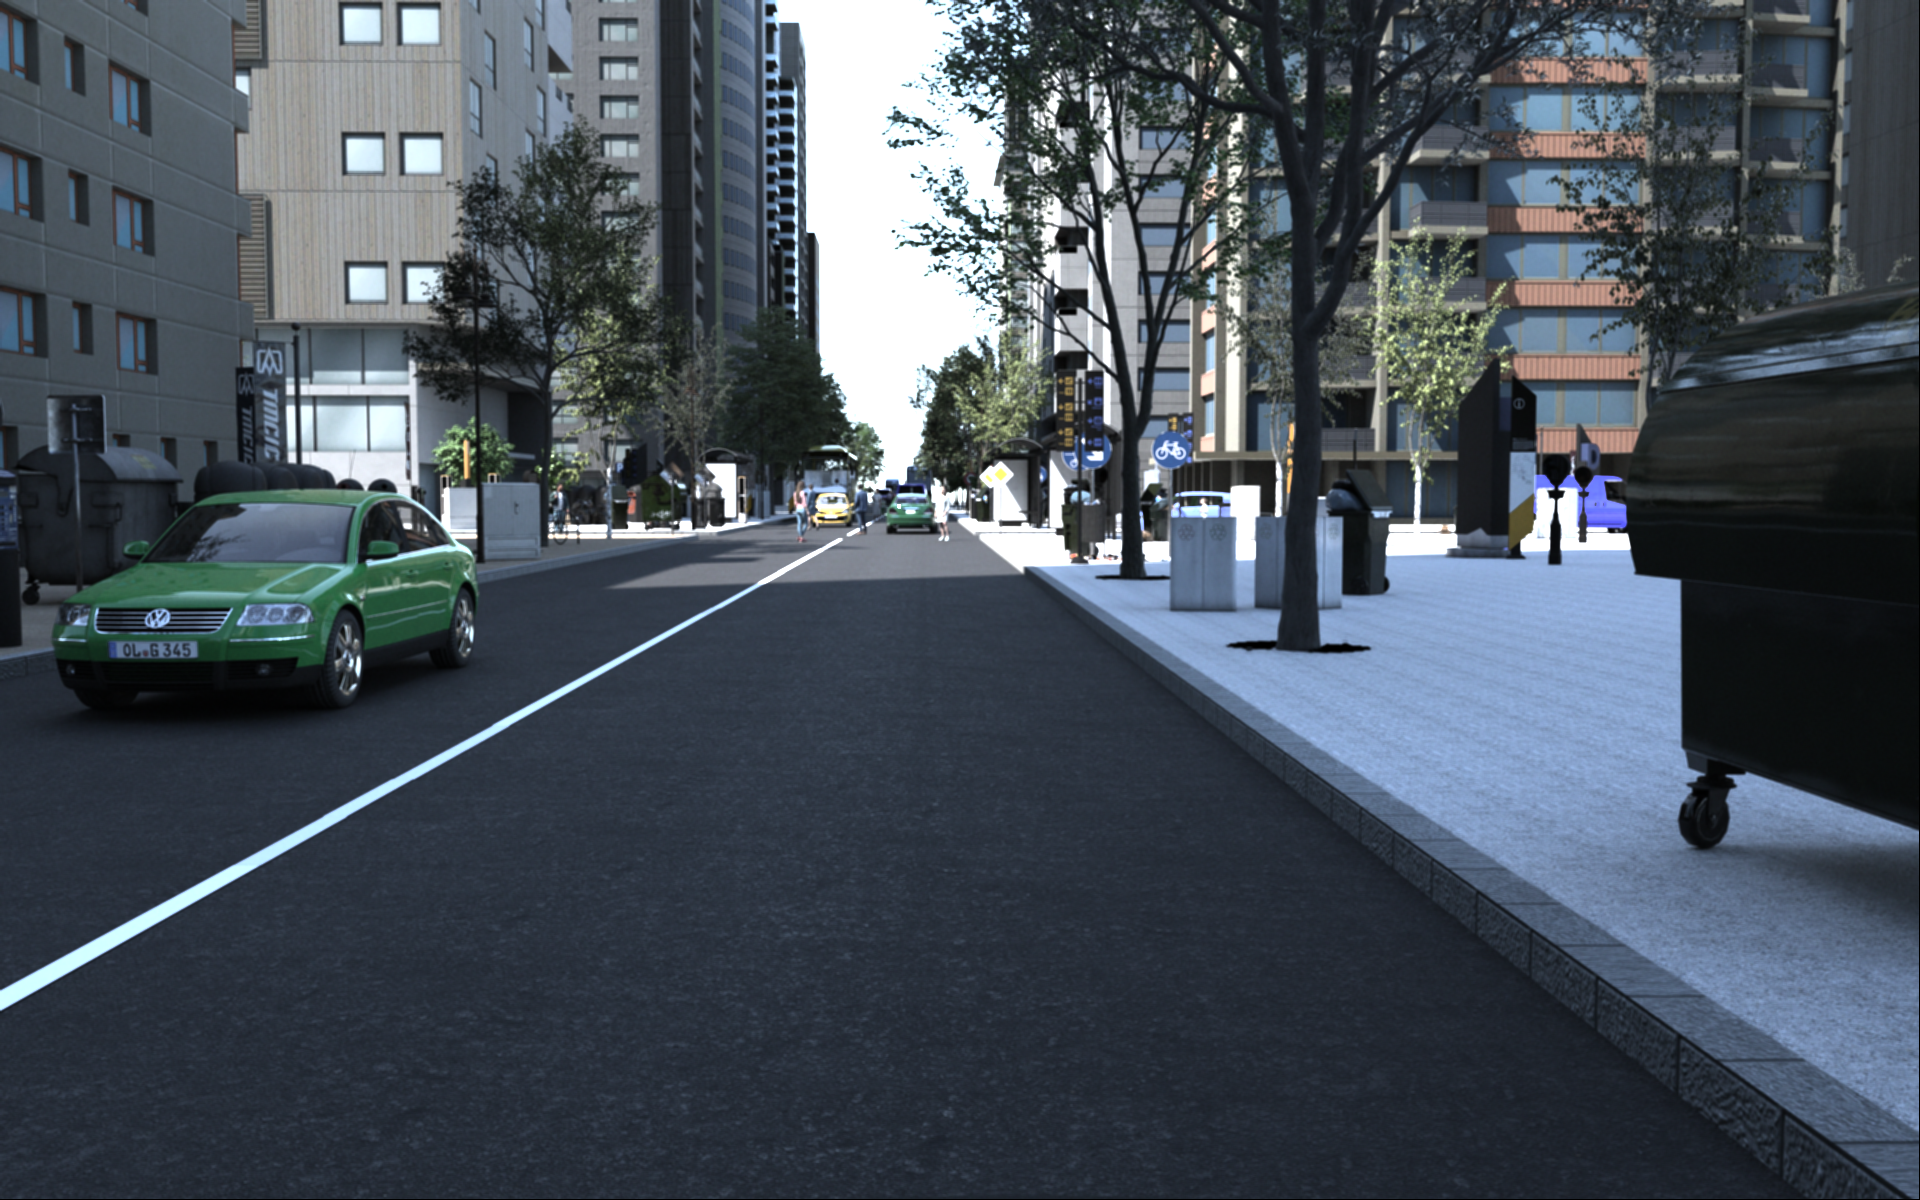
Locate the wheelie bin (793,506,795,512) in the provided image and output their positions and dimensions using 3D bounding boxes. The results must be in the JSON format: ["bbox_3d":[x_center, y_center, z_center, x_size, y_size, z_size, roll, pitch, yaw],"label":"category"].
[{"bbox_3d":[-11.857,-7.275,126.857,0.980,1.594,0.693,-1,4,-12],"label":"wheelie bin"}]

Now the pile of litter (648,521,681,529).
[{"bbox_3d":[-11.223,-3.099,64.638,1.719,0.858,1.176,3,4,36],"label":"pile of litter"}]

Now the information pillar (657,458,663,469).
[{"bbox_3d":[-19.600,-7.449,113.150,0.504,3.616,0.183,2,4,25],"label":"information pillar"}]

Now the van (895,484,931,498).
[{"bbox_3d":[-2.924,-6.246,106.502,2.240,2.365,5.245,0,4,0],"label":"van"}]

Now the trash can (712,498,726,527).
[{"bbox_3d":[-9.413,-3.392,67.108,0.748,1.137,0.748,0,3,0],"label":"trash can"}]

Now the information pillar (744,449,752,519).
[{"bbox_3d":[-10.982,-6.010,89.611,0.183,3.616,0.504,2,4,31],"label":"information pillar"}]

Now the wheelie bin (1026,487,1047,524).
[{"bbox_3d":[3.227,-4.046,74.065,0.980,1.594,0.693,0,4,-7],"label":"wheelie bin"}]

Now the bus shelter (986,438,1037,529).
[{"bbox_3d":[2.086,-4.348,65.011,2.014,3.302,5.546,0,4,-1],"label":"bus shelter"}]

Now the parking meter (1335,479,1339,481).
[{"bbox_3d":[14.898,-3.800,67.844,0.399,1.863,0.255,3,5,40],"label":"parking meter"}]

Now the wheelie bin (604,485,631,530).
[{"bbox_3d":[-12.287,-3.305,61.948,0.980,1.594,0.693,-2,4,-35],"label":"wheelie bin"}]

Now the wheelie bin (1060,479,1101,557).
[{"bbox_3d":[2.469,-1.692,35.567,0.693,1.594,0.980,-2,4,-26],"label":"wheelie bin"}]

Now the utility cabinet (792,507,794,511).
[{"bbox_3d":[-12.131,-7.350,128.858,0.318,1.500,1.173,1,4,23],"label":"utility cabinet"}]

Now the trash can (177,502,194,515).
[{"bbox_3d":[-14.254,-1.263,32.299,0.748,1.137,0.748,0,3,0],"label":"trash can"}]

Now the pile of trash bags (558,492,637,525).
[{"bbox_3d":[-15.022,-3.809,72.036,3.447,1.369,1.912,-3,5,-40],"label":"pile of trash bags"}]

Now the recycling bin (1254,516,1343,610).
[{"bbox_3d":[3.810,-0.425,19.496,0.722,1.027,0.722,-3,5,-39],"label":"recycling bin"}]

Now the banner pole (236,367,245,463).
[{"bbox_3d":[-12.213,-2.447,30.024,0.863,3.779,0.401,1,4,22],"label":"banner pole"}]

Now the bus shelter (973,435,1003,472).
[{"bbox_3d":[1.943,-8.408,115.099,2.179,5.291,8.768,0,4,-1],"label":"bus shelter"}]

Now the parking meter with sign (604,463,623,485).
[{"bbox_3d":[-19.608,-6.177,97.261,1.738,3.016,0.543,3,5,42],"label":"parking meter with sign"}]

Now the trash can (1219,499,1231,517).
[{"bbox_3d":[15.015,-5.157,95.972,0.748,1.137,0.748,0,3,0],"label":"trash can"}]

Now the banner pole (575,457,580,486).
[{"bbox_3d":[-23.420,-7.098,106.065,0.401,3.779,0.863,1,4,10],"label":"banner pole"}]

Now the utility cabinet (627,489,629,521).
[{"bbox_3d":[-16.149,-4.444,81.338,1.173,1.500,0.318,-1,4,-22],"label":"utility cabinet"}]

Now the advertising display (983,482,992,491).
[{"bbox_3d":[1.718,-5.473,94.693,0.974,1.923,0.123,0,4,-8],"label":"advertising display"}]

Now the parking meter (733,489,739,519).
[{"bbox_3d":[-11.586,-4.987,89.946,0.372,1.533,0.369,0,3,0],"label":"parking meter"}]

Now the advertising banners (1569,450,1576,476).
[{"bbox_3d":[23.960,-4.445,68.858,2.074,3.025,0.090,-3,5,-41],"label":"advertising banners"}]

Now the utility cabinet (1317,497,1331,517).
[{"bbox_3d":[22.705,-5.974,108.839,1.020,1.237,0.306,0,4,5],"label":"utility cabinet"}]

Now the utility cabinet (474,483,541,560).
[{"bbox_3d":[-8.755,-1.527,33.641,1.173,1.500,0.318,-3,5,-40],"label":"utility cabinet"}]

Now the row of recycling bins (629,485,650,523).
[{"bbox_3d":[-14.399,-4.342,78.096,1.069,1.692,3.534,0,4,-7],"label":"row of recycling bins"}]

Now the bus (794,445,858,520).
[{"bbox_3d":[-6.850,-6.102,91.307,2.896,3.916,12.252,0,4,-1],"label":"bus"}]

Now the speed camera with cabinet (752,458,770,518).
[{"bbox_3d":[-10.854,-6.124,94.458,0.660,3.252,2.038,-1,4,-20],"label":"speed camera with cabinet"}]

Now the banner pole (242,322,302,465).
[{"bbox_3d":[-9.821,-2.147,25.125,0.863,3.779,0.401,-3,5,-41],"label":"banner pole"}]

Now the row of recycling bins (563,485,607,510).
[{"bbox_3d":[-17.183,-4.389,78.869,3.534,1.692,1.069,2,4,35],"label":"row of recycling bins"}]

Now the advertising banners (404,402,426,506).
[{"bbox_3d":[-10.684,-2.310,33.952,0.090,3.025,2.074,0,4,-8],"label":"advertising banners"}]

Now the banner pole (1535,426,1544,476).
[{"bbox_3d":[21.171,-4.514,63.817,0.863,3.779,0.401,3,4,36],"label":"banner pole"}]

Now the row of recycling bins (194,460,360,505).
[{"bbox_3d":[-9.000,-0.955,22.734,1.069,1.692,3.534,0,4,-2],"label":"row of recycling bins"}]

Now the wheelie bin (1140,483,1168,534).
[{"bbox_3d":[5.603,-2.560,49.766,0.693,1.594,0.980,-2,4,-29],"label":"wheelie bin"}]

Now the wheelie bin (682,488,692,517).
[{"bbox_3d":[-14.928,-5.341,95.240,0.980,1.594,0.693,2,4,27],"label":"wheelie bin"}]

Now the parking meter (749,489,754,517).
[{"bbox_3d":[-11.897,-5.685,98.657,0.399,1.863,0.255,3,5,42],"label":"parking meter"}]

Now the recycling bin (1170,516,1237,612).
[{"bbox_3d":[2.713,-0.410,19.266,0.722,1.027,0.722,1,4,9],"label":"recycling bin"}]

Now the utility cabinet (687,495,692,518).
[{"bbox_3d":[-14.091,-4.981,92.607,1.020,1.237,0.306,-1,4,-18],"label":"utility cabinet"}]

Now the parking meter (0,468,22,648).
[{"bbox_3d":[-8.114,-0.375,14.548,0.372,1.533,0.369,0,3,0],"label":"parking meter"}]

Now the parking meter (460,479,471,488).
[{"bbox_3d":[-18.643,-3.645,65.307,0.399,1.863,0.255,2,4,35],"label":"parking meter"}]

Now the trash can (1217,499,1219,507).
[{"bbox_3d":[15.516,-5.884,107.850,0.748,1.137,0.748,0,3,0],"label":"trash can"}]

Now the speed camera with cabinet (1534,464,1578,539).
[{"bbox_3d":[16.739,-3.396,49.862,0.660,3.252,2.038,-3,4,-38],"label":"speed camera with cabinet"}]

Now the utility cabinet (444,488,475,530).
[{"bbox_3d":[-17.463,-3.173,60.563,0.318,1.500,1.173,3,4,37],"label":"utility cabinet"}]

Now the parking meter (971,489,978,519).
[{"bbox_3d":[0.720,-4.837,87.499,0.372,1.533,0.369,0,3,0],"label":"parking meter"}]

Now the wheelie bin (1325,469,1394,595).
[{"bbox_3d":[5.091,-0.875,22.212,0.693,1.594,0.980,3,5,40],"label":"wheelie bin"}]

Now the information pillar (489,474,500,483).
[{"bbox_3d":[-16.794,-3.549,62.521,0.304,2.012,0.304,1,4,17],"label":"information pillar"}]

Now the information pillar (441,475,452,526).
[{"bbox_3d":[-20.302,-3.915,68.500,0.304,2.012,0.304,1,4,14],"label":"information pillar"}]

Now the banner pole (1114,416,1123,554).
[{"bbox_3d":[3.522,-2.870,36.943,0.401,3.779,0.863,0,4,-4],"label":"banner pole"}]

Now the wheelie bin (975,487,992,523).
[{"bbox_3d":[1.115,-4.276,77.817,0.693,1.594,0.980,-2,4,-25],"label":"wheelie bin"}]

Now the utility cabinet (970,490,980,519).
[{"bbox_3d":[0.895,-4.879,88.453,0.318,1.500,1.173,-2,4,-28],"label":"utility cabinet"}]

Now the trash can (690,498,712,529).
[{"bbox_3d":[-9.662,-3.216,64.227,0.748,1.137,0.748,0,3,0],"label":"trash can"}]

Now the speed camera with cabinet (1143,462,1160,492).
[{"bbox_3d":[7.423,-4.445,67.011,0.660,3.252,2.038,0,4,8],"label":"speed camera with cabinet"}]

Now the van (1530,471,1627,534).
[{"bbox_3d":[20.548,-3.265,57.761,5.245,2.365,2.240,0,4,-2],"label":"van"}]

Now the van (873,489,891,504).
[{"bbox_3d":[-8.752,-11.799,197.298,2.240,2.365,5.245,0,4,-1],"label":"van"}]

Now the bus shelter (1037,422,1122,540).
[{"bbox_3d":[3.505,-3.447,50.282,2.014,3.302,5.546,0,4,-1],"label":"bus shelter"}]

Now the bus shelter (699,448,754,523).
[{"bbox_3d":[-10.692,-5.210,79.103,2.014,3.302,5.546,0,4,-1],"label":"bus shelter"}]

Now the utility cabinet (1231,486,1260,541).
[{"bbox_3d":[7.817,-2.378,47.554,0.318,1.500,1.173,-1,4,-18],"label":"utility cabinet"}]

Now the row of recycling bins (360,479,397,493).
[{"bbox_3d":[-17.095,-2.446,47.106,3.534,1.692,1.069,0,4,-5],"label":"row of recycling bins"}]
